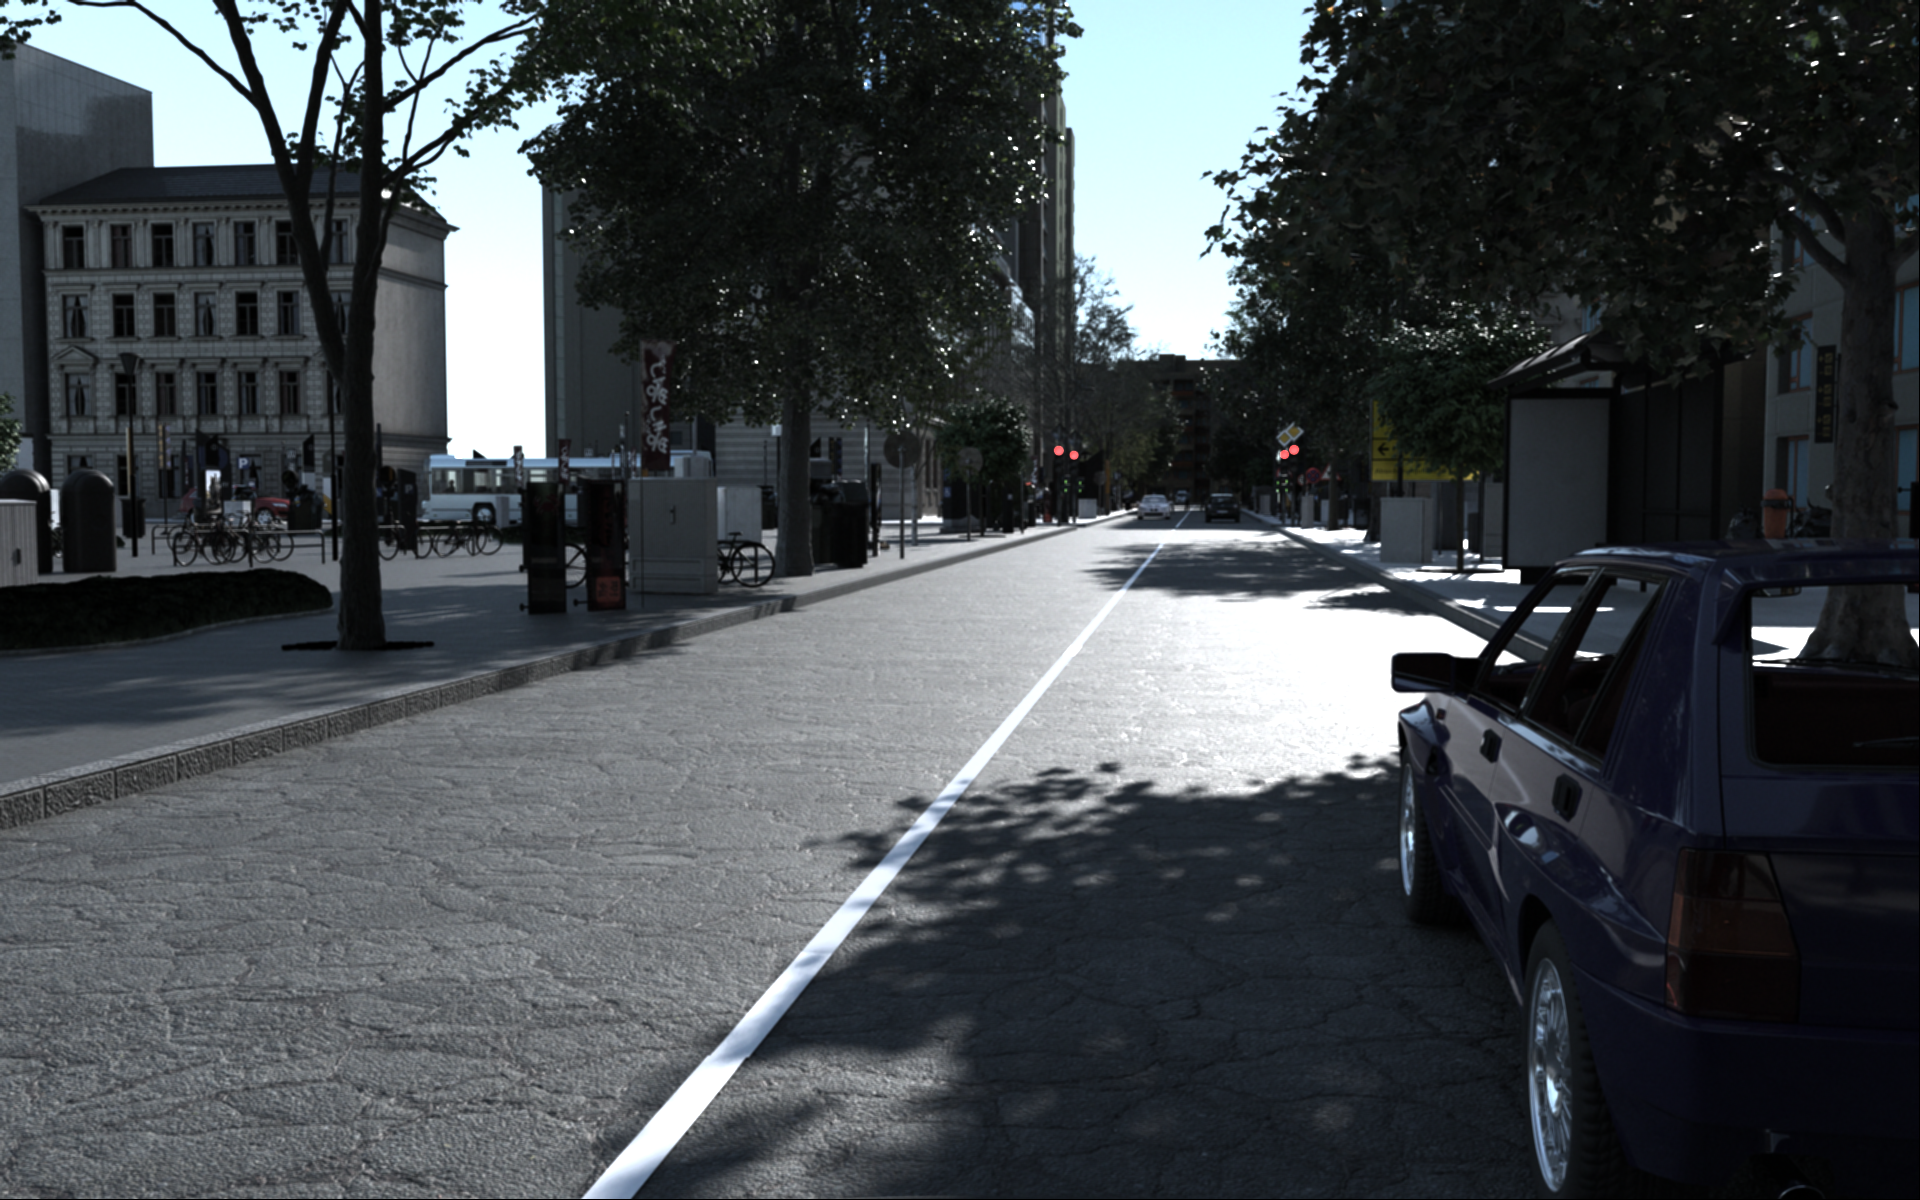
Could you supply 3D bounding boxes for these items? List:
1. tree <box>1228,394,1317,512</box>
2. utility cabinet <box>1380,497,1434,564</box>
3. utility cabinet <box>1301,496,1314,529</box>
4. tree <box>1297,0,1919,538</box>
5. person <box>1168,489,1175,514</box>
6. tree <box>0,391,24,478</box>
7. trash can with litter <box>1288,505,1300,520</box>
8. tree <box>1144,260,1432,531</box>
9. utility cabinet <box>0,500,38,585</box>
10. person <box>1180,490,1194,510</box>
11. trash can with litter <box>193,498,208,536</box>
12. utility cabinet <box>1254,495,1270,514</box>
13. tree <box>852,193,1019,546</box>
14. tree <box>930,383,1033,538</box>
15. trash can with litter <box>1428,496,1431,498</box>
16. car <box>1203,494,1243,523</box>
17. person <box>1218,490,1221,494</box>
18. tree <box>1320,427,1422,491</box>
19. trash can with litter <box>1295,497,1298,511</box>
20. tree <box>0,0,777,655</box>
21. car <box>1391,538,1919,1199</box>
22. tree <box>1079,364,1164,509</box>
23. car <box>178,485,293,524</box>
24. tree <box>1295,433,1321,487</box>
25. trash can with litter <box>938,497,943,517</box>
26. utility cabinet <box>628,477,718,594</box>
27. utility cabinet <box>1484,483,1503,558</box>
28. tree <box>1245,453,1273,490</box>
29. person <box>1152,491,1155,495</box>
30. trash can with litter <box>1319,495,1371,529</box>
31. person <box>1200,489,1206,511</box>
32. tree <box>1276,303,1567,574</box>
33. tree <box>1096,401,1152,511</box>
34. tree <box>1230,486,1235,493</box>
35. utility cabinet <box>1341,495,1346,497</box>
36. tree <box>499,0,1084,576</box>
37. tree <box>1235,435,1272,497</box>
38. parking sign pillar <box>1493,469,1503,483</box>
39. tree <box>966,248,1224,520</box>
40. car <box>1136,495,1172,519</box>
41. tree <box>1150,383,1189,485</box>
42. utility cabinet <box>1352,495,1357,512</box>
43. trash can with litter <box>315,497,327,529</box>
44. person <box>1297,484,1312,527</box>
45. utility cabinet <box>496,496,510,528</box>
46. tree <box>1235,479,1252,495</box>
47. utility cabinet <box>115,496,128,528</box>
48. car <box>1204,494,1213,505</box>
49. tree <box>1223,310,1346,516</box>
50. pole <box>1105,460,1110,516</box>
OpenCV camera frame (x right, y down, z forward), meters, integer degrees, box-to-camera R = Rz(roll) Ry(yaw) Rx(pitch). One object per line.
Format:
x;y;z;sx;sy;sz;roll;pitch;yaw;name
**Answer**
22.682;-11.569;123.563;7.601;10.594;8.767;0;4;7;tree
8.327;-1.293;32.296;0.306;1.237;1.020;-3;4;-36;utility cabinet
12.784;-3.216;63.736;0.306;1.237;1.020;1;4;22;utility cabinet
6.444;-5.826;12.255;9.611;12.733;9.660;0;3;0;tree
15.017;-6.986;123.273;0.519;1.759;0.362;1;4;16;person
-26.295;-3.784;45.576;4.285;4.588;4.351;0;3;0;tree
17.418;-4.675;87.494;1.678;1.210;2.233;2;4;28;trash can with litter
12.882;-8.225;60.236;9.928;11.665;9.643;0;3;0;tree
-11.271;-0.557;20.267;0.306;1.237;1.020;1;4;11;utility cabinet
20.277;-8.942;154.691;1.348;1.826;0.705;-1;4;-17;person
-22.820;-2.511;52.442;0.624;1.170;1.055;-3;4;-38;trash can with litter
20.564;-6.565;118.497;0.306;1.237;1.020;-2;4;-34;utility cabinet
-0.996;-5.638;42.542;4.737;8.622;4.395;0;3;0;tree
0.708;-4.162;51.770;4.285;4.588;4.351;0;3;0;tree
22.431;-4.374;82.575;1.678;1.210;2.233;-3;5;-42;trash can with litter
13.321;-4.766;87.715;2.009;1.686;4.222;1;4;9;car
24.462;-9.458;163.152;0.705;1.823;1.348;1;4;19;person
22.074;-8.703;92.650;4.737;8.622;4.395;0;3;0;tree
24.921;-7.141;128.149;1.055;1.170;0.624;-2;4;-27;trash can with litter
-5.078;-5.392;13.922;9.928;11.665;9.643;0;3;0;tree
2.173;0.492;4.531;1.945;1.354;3.894;1;4;8;car
14.149;-14.113;148.877;7.486;12.596;7.792;0;3;0;tree
-31.879;-4.167;76.811;5.304;1.827;2.281;0;4;7;car
24.783;-10.030;114.346;4.737;8.622;4.395;0;3;0;tree
-0.421;-4.029;77.263;0.624;1.170;1.055;3;5;43;trash can with litter
-3.696;-0.830;22.249;1.173;1.500;0.318;2;4;25;utility cabinet
10.938;-1.563;34.232;1.173;1.500;0.318;0;4;4;utility cabinet
23.203;-9.022;131.219;4.285;4.588;4.351;0;3;0;tree
25.778;-13.669;231.858;0.599;1.838;0.709;-1;4;-18;person
14.629;-3.351;65.840;1.678;1.210;2.233;0;4;1;trash can with litter
20.128;-8.212;142.539;0.755;1.850;0.659;0;4;8;person
8.286;-2.731;28.361;4.285;4.588;4.351;0;3;0;tree
12.068;-10.890;128.419;4.360;8.622;3.978;0;3;0;tree
34.124;-13.426;214.120;1.663;3.219;1.824;0;3;0;tree
23.992;-6.050;110.080;0.306;1.237;1.020;-3;5;-44;utility cabinet
-2.673;-7.365;27.073;9.857;13.997;8.962;0;3;0;tree
27.997;-13.151;165.374;4.360;8.622;3.978;0;3;0;tree
19.484;-4.435;60.988;1.447;3.967;1.447;3;4;36;parking sign pillar
5.413;-10.736;85.904;12.009;13.543;11.850;0;3;0;tree
11.186;-5.346;99.765;2.083;1.381;4.827;0;4;7;car
20.339;-17.469;192.267;9.857;13.997;8.962;0;3;0;tree
28.934;-7.085;127.008;0.306;1.237;1.020;1;4;17;utility cabinet
-23.726;-3.194;63.614;0.624;1.170;1.055;0;3;0;trash can with litter
14.093;-3.810;70.764;0.622;1.834;0.822;0;4;-7;person
-16.944;-3.244;64.204;0.306;1.237;1.020;-2;4;-26;utility cabinet
24.448;-9.200;145.019;1.663;3.219;1.824;0;3;0;tree
-32.141;-3.342;65.801;0.306;1.237;1.020;3;4;36;utility cabinet
19.949;-7.466;133.866;2.131;1.459;4.920;0;4;8;car
18.500;-11.656;100.939;12.009;13.543;11.850;0;3;0;tree
9.181;-6.930;107.150;0.158;3.312;0.155;0;3;0;pole
